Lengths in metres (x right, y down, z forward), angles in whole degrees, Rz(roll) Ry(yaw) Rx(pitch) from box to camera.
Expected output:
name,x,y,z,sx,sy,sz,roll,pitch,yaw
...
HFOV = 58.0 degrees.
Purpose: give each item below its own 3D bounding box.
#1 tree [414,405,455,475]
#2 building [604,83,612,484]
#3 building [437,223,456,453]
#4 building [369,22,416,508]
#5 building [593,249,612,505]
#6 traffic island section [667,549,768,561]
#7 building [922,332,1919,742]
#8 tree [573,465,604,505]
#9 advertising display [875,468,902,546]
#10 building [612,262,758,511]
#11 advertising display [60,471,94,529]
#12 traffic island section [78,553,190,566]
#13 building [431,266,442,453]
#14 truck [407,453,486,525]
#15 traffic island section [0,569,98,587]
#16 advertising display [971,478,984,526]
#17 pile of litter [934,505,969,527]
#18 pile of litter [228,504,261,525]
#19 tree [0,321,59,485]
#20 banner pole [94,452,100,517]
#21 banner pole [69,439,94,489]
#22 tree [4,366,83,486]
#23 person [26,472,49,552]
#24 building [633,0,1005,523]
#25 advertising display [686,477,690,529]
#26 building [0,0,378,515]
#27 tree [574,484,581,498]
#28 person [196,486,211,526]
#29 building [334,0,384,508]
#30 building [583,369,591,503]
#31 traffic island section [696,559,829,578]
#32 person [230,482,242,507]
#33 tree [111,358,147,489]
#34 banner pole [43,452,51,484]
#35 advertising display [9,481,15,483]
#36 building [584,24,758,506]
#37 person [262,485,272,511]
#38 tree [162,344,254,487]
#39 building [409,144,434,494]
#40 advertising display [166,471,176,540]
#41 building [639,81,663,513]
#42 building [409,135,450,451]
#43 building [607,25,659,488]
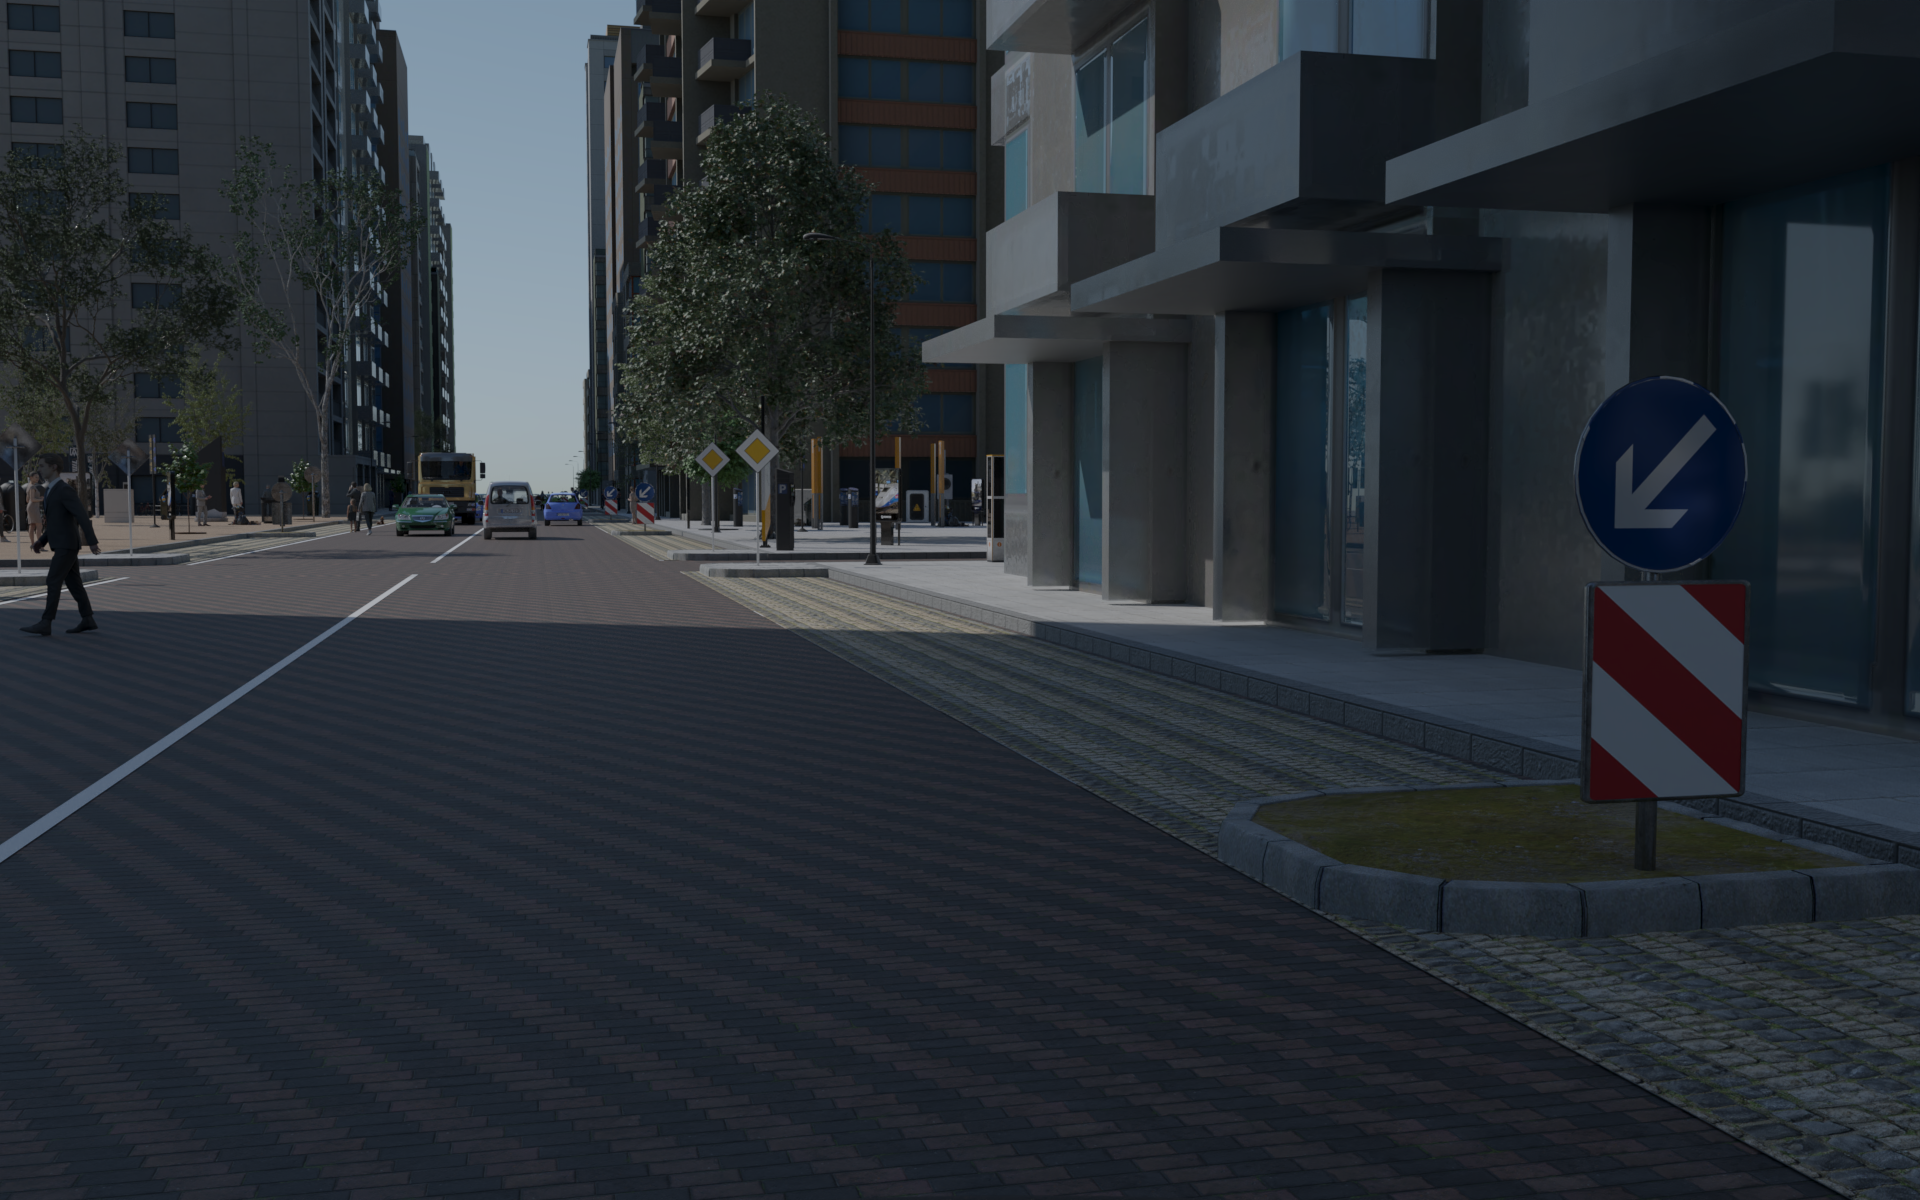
name,x,y,z,sx,sy,sz,roll,pitch,yaw
tree,-56.022,-15.112,181.500,7.601,10.594,8.767,-1,4,-22
building,-29.334,-32.384,179.590,14.600,45.320,14.200,-1,4,-14
building,-81.344,-34.806,252.667,14.154,41.232,14.086,-1,4,-14
building,-59.565,-31.410,163.667,14.600,45.320,14.200,-1,4,-14
building,-36.381,-26.575,206.202,14.160,30.474,14.107,-1,4,-14
traffic island section,-5.457,-1.000,38.627,2.009,0.180,2.903,-1,4,-14
building,13.010,-24.271,16.447,23.786,49.044,30.456,-1,4,-14
tree,-42.113,-13.004,196.336,4.285,4.588,4.351,0,3,0
advertising display,-1.818,-2.326,43.239,0.974,1.923,0.123,3,5,44
building,-14.639,-18.434,146.430,27.650,21.520,28.899,-1,4,-14
advertising display,-25.248,-2.702,49.385,0.974,1.923,0.123,-1,4,-10
traffic island section,-17.154,-0.825,35.773,2.009,0.180,2.903,-1,4,-14
building,-70.530,-26.798,209.856,14.160,30.474,14.107,-1,4,-14
truck,-24.589,-5.337,83.178,3.469,3.379,9.791,-1,4,-16
traffic island section,-15.251,-0.351,28.017,2.009,0.180,2.903,-1,4,-14
advertising display,0.716,-3.968,70.093,0.123,1.923,0.974,-2,4,-26
pile of litter,-0.359,-3.317,68.192,1.176,0.858,1.719,-2,4,-35
pile of litter,-29.786,-3.553,72.053,1.176,0.858,1.719,-3,4,-38
tree,-38.357,-7.422,71.709,4.360,8.622,3.978,0,3,0
banner pole,-47.632,-6.437,95.265,0.401,3.779,0.863,2,4,26
banner pole,-39.638,-5.376,77.912,0.863,3.779,0.401,0,4,-7
tree,-51.253,-8.967,96.980,4.737,8.622,4.395,0,3,0
person,-20.640,-1.977,38.709,0.374,1.781,0.599,-3,4,-37
building,-5.632,-26.717,91.447,22.147,44.769,28.867,-1,4,-14
advertising display,-10.106,-3.622,64.436,0.123,1.923,0.974,-1,4,-9
building,-50.248,-41.342,114.195,20.563,71.187,20.611,-1,4,-14
tree,-53.398,-15.194,243.021,1.663,3.219,1.824,0,3,0
person,-30.233,-3.852,69.229,0.583,1.804,0.606,0,4,-7
building,-58.627,-31.805,139.617,23.786,49.044,30.456,-1,4,-14
building,-41.350,-25.188,256.867,27.650,21.520,28.899,-1,4,-14
traffic island section,-3.554,-0.525,30.871,2.009,0.180,2.903,-1,4,-14
person,-32.970,-4.465,78.916,0.514,1.842,0.818,-1,4,-17
tree,-45.623,-8.656,91.888,4.360,8.622,3.978,0,3,0
banner pole,-53.047,-6.779,100.850,0.863,3.779,0.401,1,4,10
advertising display,-45.347,-4.754,82.940,0.123,1.923,0.974,-3,5,-41
building,-37.945,-41.878,226.708,21.231,58.520,28.212,-1,4,-14
person,-39.713,-5.695,99.330,0.661,1.801,0.590,-3,4,-36
tree,-36.119,-8.124,83.187,4.737,8.622,4.395,0,3,0
building,-67.193,-31.291,195.198,14.154,41.232,14.086,-1,4,-14
advertising display,-22.089,-2.648,48.508,0.123,1.923,0.974,-2,4,-30
building,-15.783,-21.534,123.780,14.160,30.474,14.107,-1,4,-14
building,-79.986,-37.325,229.875,23.786,49.044,30.456,-1,4,-14
building,-25.566,-31.548,165.918,14.600,45.320,14.200,-1,4,-14
